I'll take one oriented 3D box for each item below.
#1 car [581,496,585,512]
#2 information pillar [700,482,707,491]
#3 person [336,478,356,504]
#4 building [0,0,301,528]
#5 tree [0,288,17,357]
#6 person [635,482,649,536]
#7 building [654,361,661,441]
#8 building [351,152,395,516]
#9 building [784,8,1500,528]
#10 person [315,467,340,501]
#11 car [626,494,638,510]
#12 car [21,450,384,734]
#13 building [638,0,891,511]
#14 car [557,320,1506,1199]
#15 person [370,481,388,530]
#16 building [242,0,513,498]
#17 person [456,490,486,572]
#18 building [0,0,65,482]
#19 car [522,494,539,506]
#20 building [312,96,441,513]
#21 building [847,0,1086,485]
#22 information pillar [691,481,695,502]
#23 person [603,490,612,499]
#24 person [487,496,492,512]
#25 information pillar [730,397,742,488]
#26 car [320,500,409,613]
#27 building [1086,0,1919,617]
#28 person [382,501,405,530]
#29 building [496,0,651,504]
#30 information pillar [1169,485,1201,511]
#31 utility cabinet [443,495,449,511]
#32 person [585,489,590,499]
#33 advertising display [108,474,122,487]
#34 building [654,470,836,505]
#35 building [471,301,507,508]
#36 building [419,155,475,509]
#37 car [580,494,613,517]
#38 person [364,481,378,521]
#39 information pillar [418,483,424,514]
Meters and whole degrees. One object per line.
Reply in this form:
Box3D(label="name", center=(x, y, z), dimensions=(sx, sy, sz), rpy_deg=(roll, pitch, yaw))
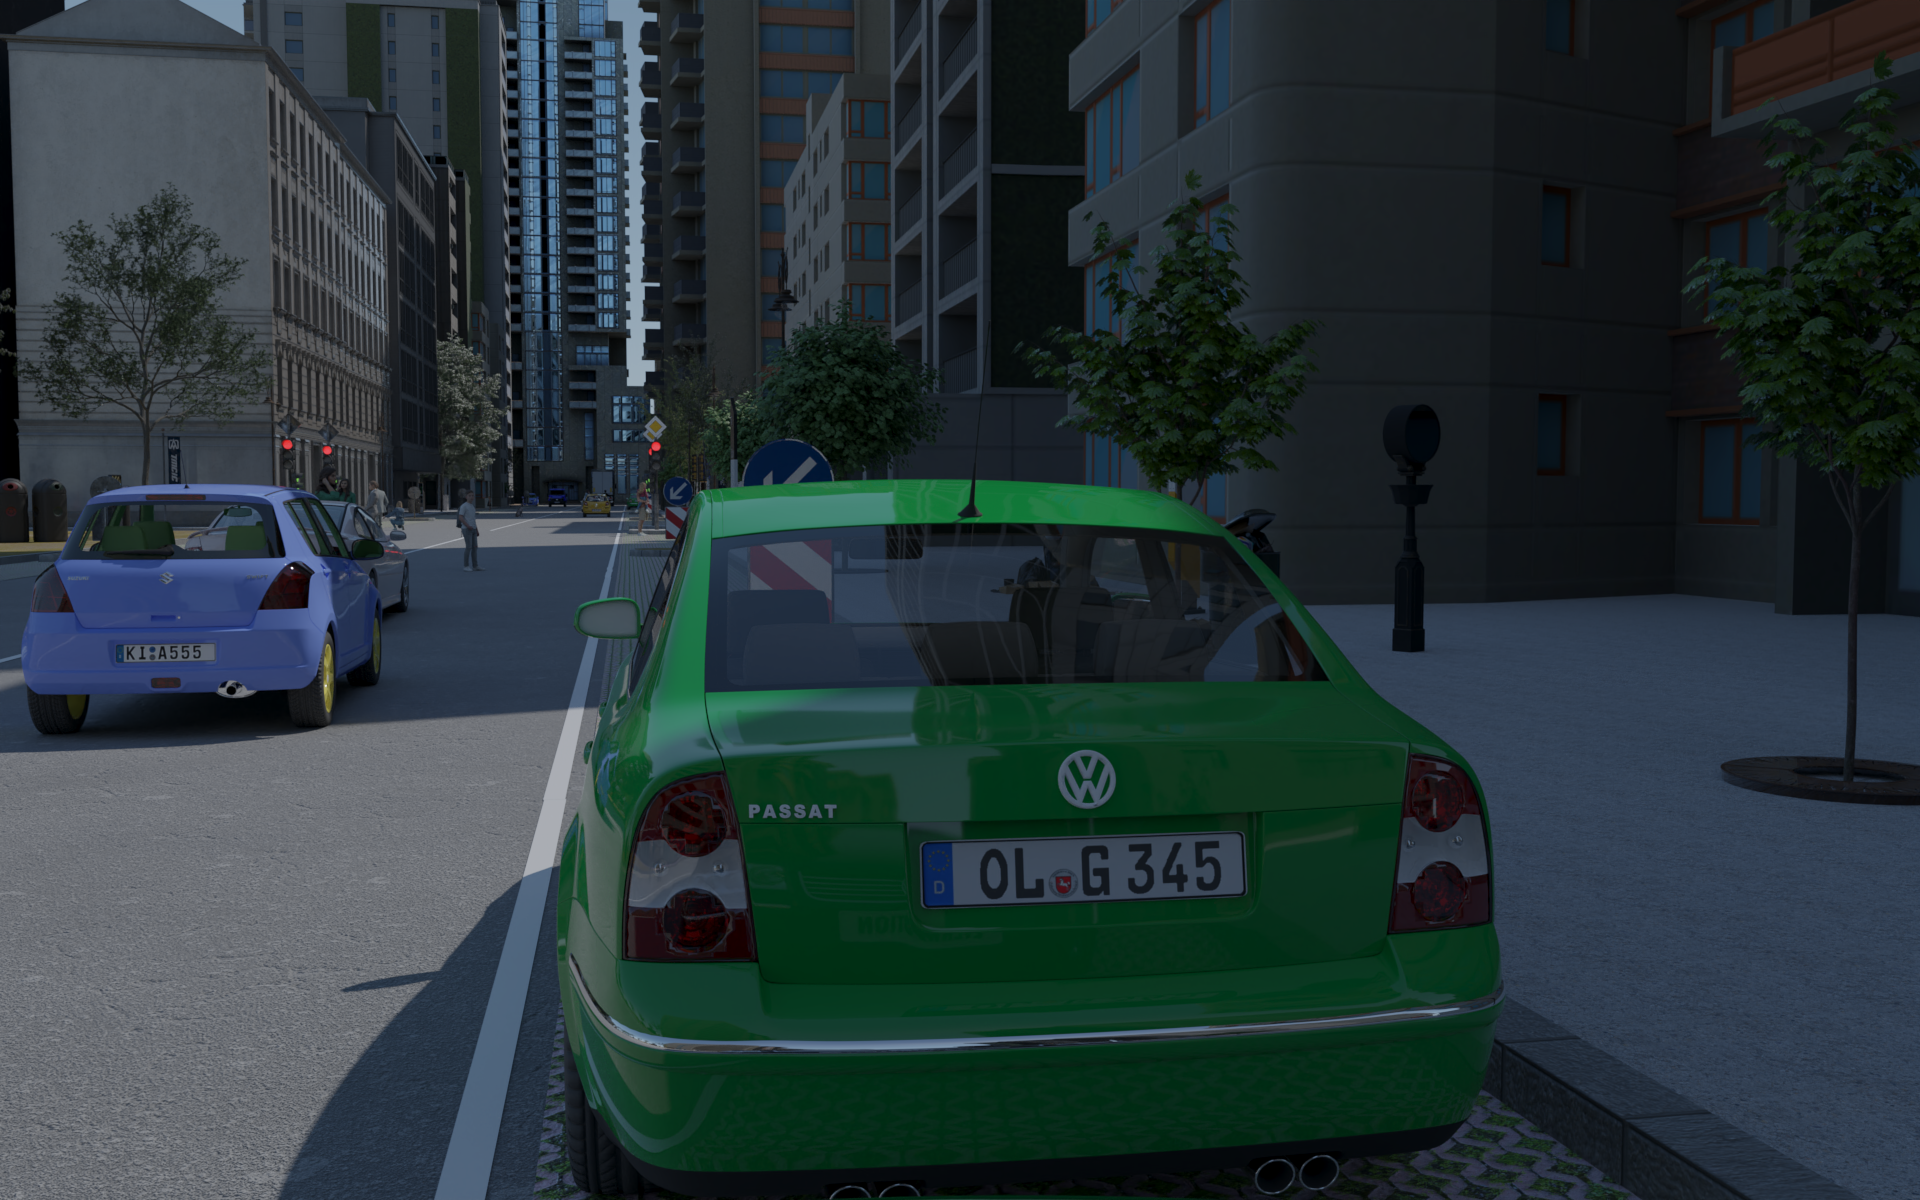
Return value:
Box3D(label="car", center=(-29.507, -7.793, 139.414), dimensions=(2.014, 1.417, 4.499), rpy_deg=(-1, 4, -9))
Box3D(label="information pillar", center=(-15.148, -5.980, 102.266), dimensions=(0.304, 2.012, 0.304), rpy_deg=(1, 4, 10))
Box3D(label="person", center=(-14.163, -1.907, 39.934), dimensions=(0.600, 1.795, 0.529), rpy_deg=(-1, 4, -15))
Box3D(label="building", center=(-33.043, -13.829, 75.258), dimensions=(9.793, 20.994, 18.267), rpy_deg=(-1, 4, -11))
Box3D(label="tree", center=(-23.991, -5.462, 39.671), dimensions=(4.360, 8.622, 3.978), rpy_deg=(0, 3, 0))
Box3D(label="person", center=(-10.858, -3.104, 59.231), dimensions=(0.573, 1.828, 0.580), rpy_deg=(-2, 4, -35))
Box3D(label="building", center=(-28.096, -24.346, 243.091), dimensions=(28.899, 21.520, 27.650), rpy_deg=(-1, 4, -11))
Box3D(label="building", center=(-36.684, -14.922, 93.126), dimensions=(9.793, 20.994, 18.267), rpy_deg=(-1, 4, -11))
Box3D(label="building", center=(6.829, -14.840, 87.670), dimensions=(28.899, 21.520, 27.650), rpy_deg=(-1, 4, -11))
Box3D(label="person", center=(-8.535, -0.896, 23.398), dimensions=(0.529, 1.795, 0.600), rpy_deg=(0, 4, -1))
Box3D(label="car", center=(-29.379, -9.102, 157.605), dimensions=(1.959, 1.807, 4.718), rpy_deg=(-1, 4, -12))
Box3D(label="car", center=(-4.968, -0.133, 11.760), dimensions=(1.945, 1.707, 3.694), rpy_deg=(-1, 4, -12))
Box3D(label="building", center=(-12.923, -29.144, 131.135), dimensions=(22.147, 44.769, 28.867), rpy_deg=(-1, 4, -11))
Box3D(label="car", center=(-0.156, 0.230, 5.029), dimensions=(1.959, 1.807, 4.718), rpy_deg=(-1, 4, -9))
Box3D(label="person", center=(-17.304, -2.620, 51.438), dimensions=(0.391, 1.810, 0.635), rpy_deg=(1, 4, 18))
Box3D(label="building", center=(-67.264, -40.360, 201.891), dimensions=(28.212, 58.520, 21.231), rpy_deg=(-1, 4, -11))
Box3D(label="person", center=(-9.079, -1.286, 32.128), dimensions=(0.523, 1.515, 0.503), rpy_deg=(-1, 4, -15))
Box3D(label="building", center=(-45.767, -14.633, 68.922), dimensions=(15.834, 23.373, 12.332), rpy_deg=(-1, 4, -11))
Box3D(label="car", center=(-50.945, -11.980, 205.462), dimensions=(1.945, 1.707, 3.694), rpy_deg=(-1, 4, -11))
Box3D(label="building", center=(-42.707, -19.563, 113.362), dimensions=(14.314, 27.812, 24.014), rpy_deg=(-1, 4, -11))
Box3D(label="building", center=(7.538, -37.181, 46.168), dimensions=(20.563, 71.187, 20.611), rpy_deg=(-1, 4, -11))
Box3D(label="information pillar", center=(-14.566, -5.484, 94.159), dimensions=(0.304, 2.012, 0.304), rpy_deg=(-1, 4, -12))
Box3D(label="person", center=(-37.066, -10.575, 181.035), dimensions=(1.348, 1.869, 0.705), rpy_deg=(-1, 4, -15))
Box3D(label="person", center=(-38.599, -7.879, 141.998), dimensions=(0.373, 1.253, 0.362), rpy_deg=(-2, 4, -24))
Box3D(label="information pillar", center=(-5.458, -3.088, 41.840), dimensions=(0.183, 3.616, 0.504), rpy_deg=(-1, 4, -17))
Box3D(label="car", center=(-7.350, -0.432, 19.419), dimensions=(2.083, 1.381, 4.827), rpy_deg=(-1, 4, -11))
Box3D(label="building", center=(18.065, -10.481, 16.407), dimensions=(27.650, 21.520, 28.899), rpy_deg=(-1, 4, -11))
Box3D(label="person", center=(-22.480, -3.359, 68.926), dimensions=(1.012, 1.151, 0.738), rpy_deg=(-3, 5, -40))
Box3D(label="building", center=(-57.762, -56.272, 232.712), dimensions=(31.000, 86.520, 22.319), rpy_deg=(-1, 4, -11))
Box3D(label="information pillar", center=(2.402, -1.654, 18.403), dimensions=(0.183, 3.616, 0.504), rpy_deg=(3, 5, 43))
Box3D(label="utility cabinet", center=(-39.381, -7.433, 132.698), dimensions=(0.306, 1.237, 1.020), rpy_deg=(-1, 4, -10))
Box3D(label="person", center=(-27.384, -7.240, 127.138), dimensions=(0.793, 1.790, 0.793), rpy_deg=(2, 4, 32))
Box3D(label="advertising display", center=(-27.973, -3.190, 57.366), dimensions=(0.123, 1.923, 0.974), rpy_deg=(-1, 4, -8))
Box3D(label="building", center=(-26.742, -47.136, 208.930), dimensions=(20.563, 71.187, 20.611), rpy_deg=(-1, 4, -11))
Box3D(label="building", center=(-59.161, -19.706, 167.226), dimensions=(27.650, 21.520, 28.899), rpy_deg=(-1, 4, -11))
Box3D(label="building", center=(-49.102, -22.924, 146.503), dimensions=(14.160, 30.474, 14.107), rpy_deg=(-1, 4, -11))
Box3D(label="car", center=(-22.706, -5.995, 108.239), dimensions=(2.015, 1.641, 3.980), rpy_deg=(-1, 4, -12))
Box3D(label="person", center=(-16.026, -2.333, 46.921), dimensions=(0.573, 1.790, 0.520), rpy_deg=(-2, 4, -29))
Box3D(label="information pillar", center=(-34.217, -6.448, 109.918), dimensions=(0.304, 2.012, 0.304), rpy_deg=(-1, 4, -18))
